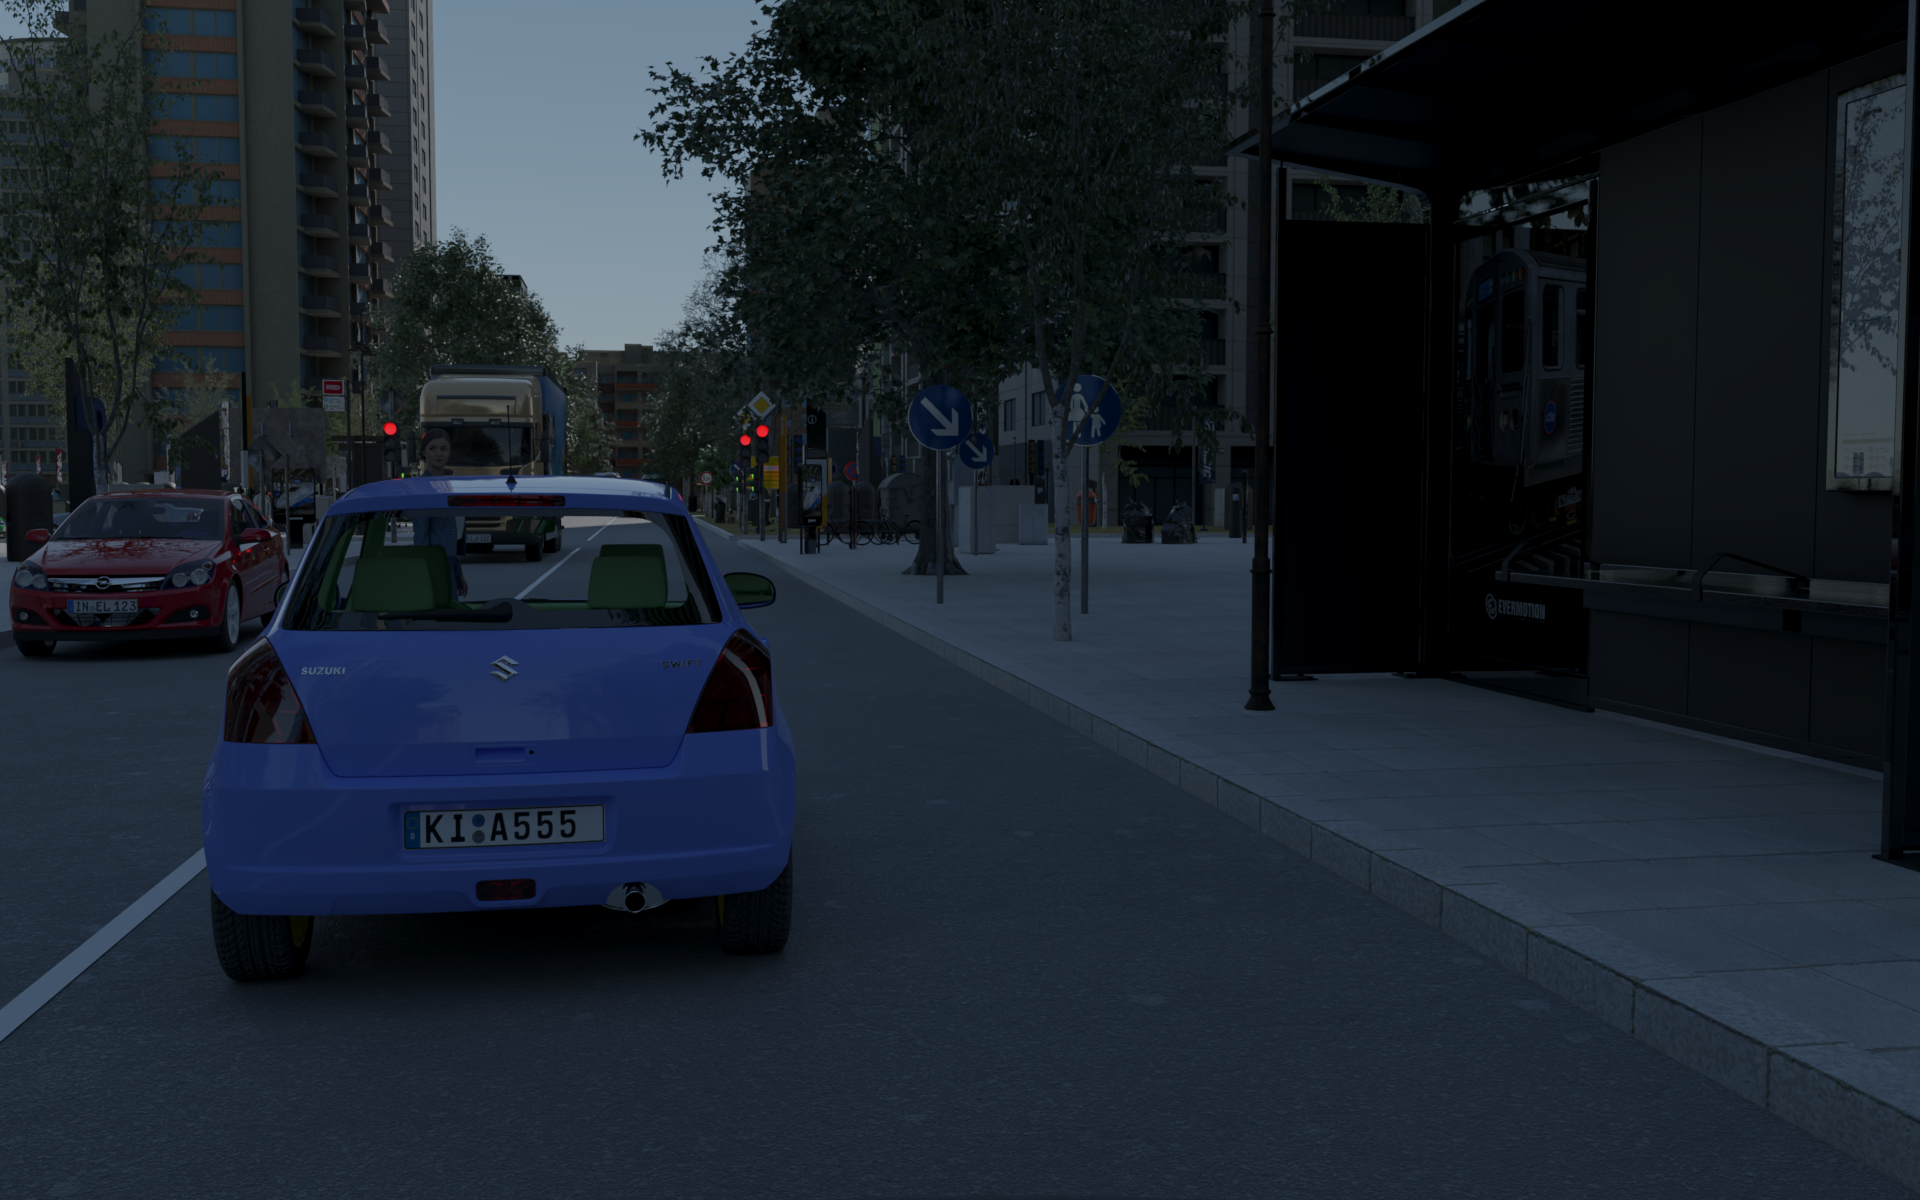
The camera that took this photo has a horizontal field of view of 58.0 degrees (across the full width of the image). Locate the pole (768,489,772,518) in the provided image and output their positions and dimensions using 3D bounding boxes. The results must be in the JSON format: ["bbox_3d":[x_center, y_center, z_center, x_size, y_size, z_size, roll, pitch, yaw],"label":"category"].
[{"bbox_3d":[-10.343,-6.136,94.164,0.158,3.312,0.155,0,3,0],"label":"pole"}]

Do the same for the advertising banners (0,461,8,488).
[{"bbox_3d":[-50.114,-5.724,89.779,2.074,3.025,0.090,1,4,16],"label":"advertising banners"}]

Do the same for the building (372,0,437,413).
[{"bbox_3d":[-63.979,-44.930,172.851,20.611,71.187,20.563,-1,4,-10],"label":"building"}]

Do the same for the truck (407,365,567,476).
[{"bbox_3d":[-10.618,-3.123,39.968,2.839,4.237,11.283,-1,4,-10],"label":"truck"}]

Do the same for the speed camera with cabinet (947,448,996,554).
[{"bbox_3d":[0.228,-2.658,37.798,0.660,3.252,2.038,-1,4,-16],"label":"speed camera with cabinet"}]

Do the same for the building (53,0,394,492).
[{"bbox_3d":[-57.201,-29.465,136.369,22.147,44.769,28.867,-1,4,-10],"label":"building"}]

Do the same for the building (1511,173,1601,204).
[{"bbox_3d":[45.225,-33.360,87.442,28.212,58.520,21.231,-1,4,-10],"label":"building"}]

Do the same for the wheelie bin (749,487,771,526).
[{"bbox_3d":[-8.046,-3.764,69.452,0.693,1.594,0.980,2,4,32],"label":"wheelie bin"}]

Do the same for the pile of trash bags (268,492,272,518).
[{"bbox_3d":[-36.114,-5.076,92.738,1.912,1.369,3.447,1,4,18],"label":"pile of trash bags"}]

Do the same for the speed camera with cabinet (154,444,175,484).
[{"bbox_3d":[-31.639,-4.596,69.475,0.660,3.252,2.038,0,4,-4],"label":"speed camera with cabinet"}]

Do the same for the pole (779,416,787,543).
[{"bbox_3d":[-4.596,-3.132,45.052,0.158,3.312,0.155,0,3,0],"label":"pole"}]

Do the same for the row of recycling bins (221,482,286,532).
[{"bbox_3d":[-24.313,-3.167,58.890,3.534,1.692,1.069,0,4,5],"label":"row of recycling bins"}]

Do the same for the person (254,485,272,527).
[{"bbox_3d":[-19.260,-2.347,47.869,0.522,1.701,0.512,3,5,44],"label":"person"}]

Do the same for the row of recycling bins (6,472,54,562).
[{"bbox_3d":[-19.019,-1.558,32.578,3.534,1.692,1.069,-1,4,-20],"label":"row of recycling bins"}]

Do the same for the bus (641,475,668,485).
[{"bbox_3d":[-30.204,-10.751,170.633,2.948,3.499,13.247,-1,4,-11],"label":"bus"}]

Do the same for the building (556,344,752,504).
[{"bbox_3d":[-44.014,-24.066,238.520,28.899,21.520,27.650,-1,4,-10],"label":"building"}]

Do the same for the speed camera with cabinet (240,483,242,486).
[{"bbox_3d":[-47.784,-7.338,114.315,2.038,3.252,0.660,0,4,-5],"label":"speed camera with cabinet"}]

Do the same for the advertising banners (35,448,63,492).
[{"bbox_3d":[-34.160,-4.207,64.969,0.090,3.025,2.074,0,4,1],"label":"advertising banners"}]

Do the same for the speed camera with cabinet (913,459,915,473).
[{"bbox_3d":[-2.682,-6.277,96.957,0.660,3.252,2.038,1,4,23],"label":"speed camera with cabinet"}]

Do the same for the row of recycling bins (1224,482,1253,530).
[{"bbox_3d":[10.053,-3.395,62.622,1.069,1.692,3.534,1,4,8],"label":"row of recycling bins"}]

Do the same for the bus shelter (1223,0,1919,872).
[{"bbox_3d":[3.175,-1.081,8.955,1.731,3.624,6.357,-1,4,-10],"label":"bus shelter"}]

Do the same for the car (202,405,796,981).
[{"bbox_3d":[-1.624,0.188,6.522,1.945,1.707,3.694,-1,4,-12],"label":"car"}]

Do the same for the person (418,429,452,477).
[{"bbox_3d":[-3.197,-0.117,10.441,0.654,1.822,0.581,1,4,20],"label":"person"}]

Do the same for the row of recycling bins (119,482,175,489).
[{"bbox_3d":[-28.929,-3.278,60.712,3.534,1.692,1.069,1,4,14],"label":"row of recycling bins"}]

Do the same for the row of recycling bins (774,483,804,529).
[{"bbox_3d":[-4.959,-3.494,64.235,3.534,1.692,1.069,1,4,20],"label":"row of recycling bins"}]

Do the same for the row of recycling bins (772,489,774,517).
[{"bbox_3d":[-9.797,-5.503,97.083,1.069,1.692,3.534,-2,4,-30],"label":"row of recycling bins"}]

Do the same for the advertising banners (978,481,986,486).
[{"bbox_3d":[1.670,-4.986,77.716,2.074,3.025,0.090,0,4,-4],"label":"advertising banners"}]

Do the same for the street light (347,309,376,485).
[{"bbox_3d":[-14.976,-4.324,43.477,0.468,5.910,1.993,-1,4,-10],"label":"street light"}]

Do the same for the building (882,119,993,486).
[{"bbox_3d":[4.352,-41.797,121.635,20.563,71.187,20.611,-1,4,-10],"label":"building"}]

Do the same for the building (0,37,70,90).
[{"bbox_3d":[-109.085,-41.616,222.423,28.212,58.520,21.231,-1,4,-10],"label":"building"}]

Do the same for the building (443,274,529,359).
[{"bbox_3d":[-63.899,-27.857,227.161,14.107,30.474,14.160,-1,4,-10],"label":"building"}]

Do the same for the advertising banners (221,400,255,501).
[{"bbox_3d":[-13.347,-2.191,32.008,0.090,3.025,2.074,-3,4,-36],"label":"advertising banners"}]

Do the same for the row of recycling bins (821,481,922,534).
[{"bbox_3d":[-2.720,-3.019,56.476,3.534,1.692,1.069,-2,4,-28],"label":"row of recycling bins"}]

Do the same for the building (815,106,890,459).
[{"bbox_3d":[-8.820,-30.769,186.670,14.154,41.232,14.086,-1,4,-10],"label":"building"}]

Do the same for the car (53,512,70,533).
[{"bbox_3d":[-22.981,-2.157,47.267,4.499,1.417,2.014,-1,4,-11],"label":"car"}]

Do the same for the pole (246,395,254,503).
[{"bbox_3d":[-14.701,-2.566,35.799,0.158,3.312,0.155,0,3,0],"label":"pole"}]

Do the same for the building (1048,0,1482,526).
[{"bbox_3d":[13.816,-39.167,78.639,20.611,71.187,20.563,-1,4,-10],"label":"building"}]

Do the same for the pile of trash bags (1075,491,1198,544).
[{"bbox_3d":[4.612,-2.190,45.558,3.447,1.369,1.912,2,4,28],"label":"pile of trash bags"}]

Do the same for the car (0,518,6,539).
[{"bbox_3d":[-28.509,-2.342,47.094,4.718,1.807,1.959,-1,4,-12],"label":"car"}]

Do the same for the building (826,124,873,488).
[{"bbox_3d":[-0.995,-52.059,163.838,22.319,86.520,31.000,-1,4,-10],"label":"building"}]

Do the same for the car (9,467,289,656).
[{"bbox_3d":[-7.731,-0.474,16.794,2.155,1.783,4.494,-1,4,-12],"label":"car"}]

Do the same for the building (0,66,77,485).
[{"bbox_3d":[-84.809,-28.858,163.710,23.993,40.220,32.217,-1,4,-10],"label":"building"}]

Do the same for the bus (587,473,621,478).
[{"bbox_3d":[-29.958,-9.242,145.959,2.948,3.499,13.247,-1,4,-9],"label":"bus"}]

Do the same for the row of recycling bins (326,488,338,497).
[{"bbox_3d":[-41.304,-6.729,117.132,1.069,1.692,3.534,2,4,31],"label":"row of recycling bins"}]

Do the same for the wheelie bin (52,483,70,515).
[{"bbox_3d":[-26.694,-2.678,51.691,0.693,1.594,0.980,1,4,20],"label":"wheelie bin"}]

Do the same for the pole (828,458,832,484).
[{"bbox_3d":[-7.330,-6.350,97.671,0.158,3.312,0.155,0,3,0],"label":"pole"}]

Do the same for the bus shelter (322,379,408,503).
[{"bbox_3d":[-21.660,-5.242,63.345,2.179,5.291,8.768,-1,4,-10],"label":"bus shelter"}]

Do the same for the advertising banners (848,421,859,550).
[{"bbox_3d":[-2.481,-2.725,40.748,0.090,3.025,2.074,0,4,2],"label":"advertising banners"}]

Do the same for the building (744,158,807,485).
[{"bbox_3d":[-21.427,-35.714,234.036,14.200,45.320,14.600,-1,4,-10],"label":"building"}]
